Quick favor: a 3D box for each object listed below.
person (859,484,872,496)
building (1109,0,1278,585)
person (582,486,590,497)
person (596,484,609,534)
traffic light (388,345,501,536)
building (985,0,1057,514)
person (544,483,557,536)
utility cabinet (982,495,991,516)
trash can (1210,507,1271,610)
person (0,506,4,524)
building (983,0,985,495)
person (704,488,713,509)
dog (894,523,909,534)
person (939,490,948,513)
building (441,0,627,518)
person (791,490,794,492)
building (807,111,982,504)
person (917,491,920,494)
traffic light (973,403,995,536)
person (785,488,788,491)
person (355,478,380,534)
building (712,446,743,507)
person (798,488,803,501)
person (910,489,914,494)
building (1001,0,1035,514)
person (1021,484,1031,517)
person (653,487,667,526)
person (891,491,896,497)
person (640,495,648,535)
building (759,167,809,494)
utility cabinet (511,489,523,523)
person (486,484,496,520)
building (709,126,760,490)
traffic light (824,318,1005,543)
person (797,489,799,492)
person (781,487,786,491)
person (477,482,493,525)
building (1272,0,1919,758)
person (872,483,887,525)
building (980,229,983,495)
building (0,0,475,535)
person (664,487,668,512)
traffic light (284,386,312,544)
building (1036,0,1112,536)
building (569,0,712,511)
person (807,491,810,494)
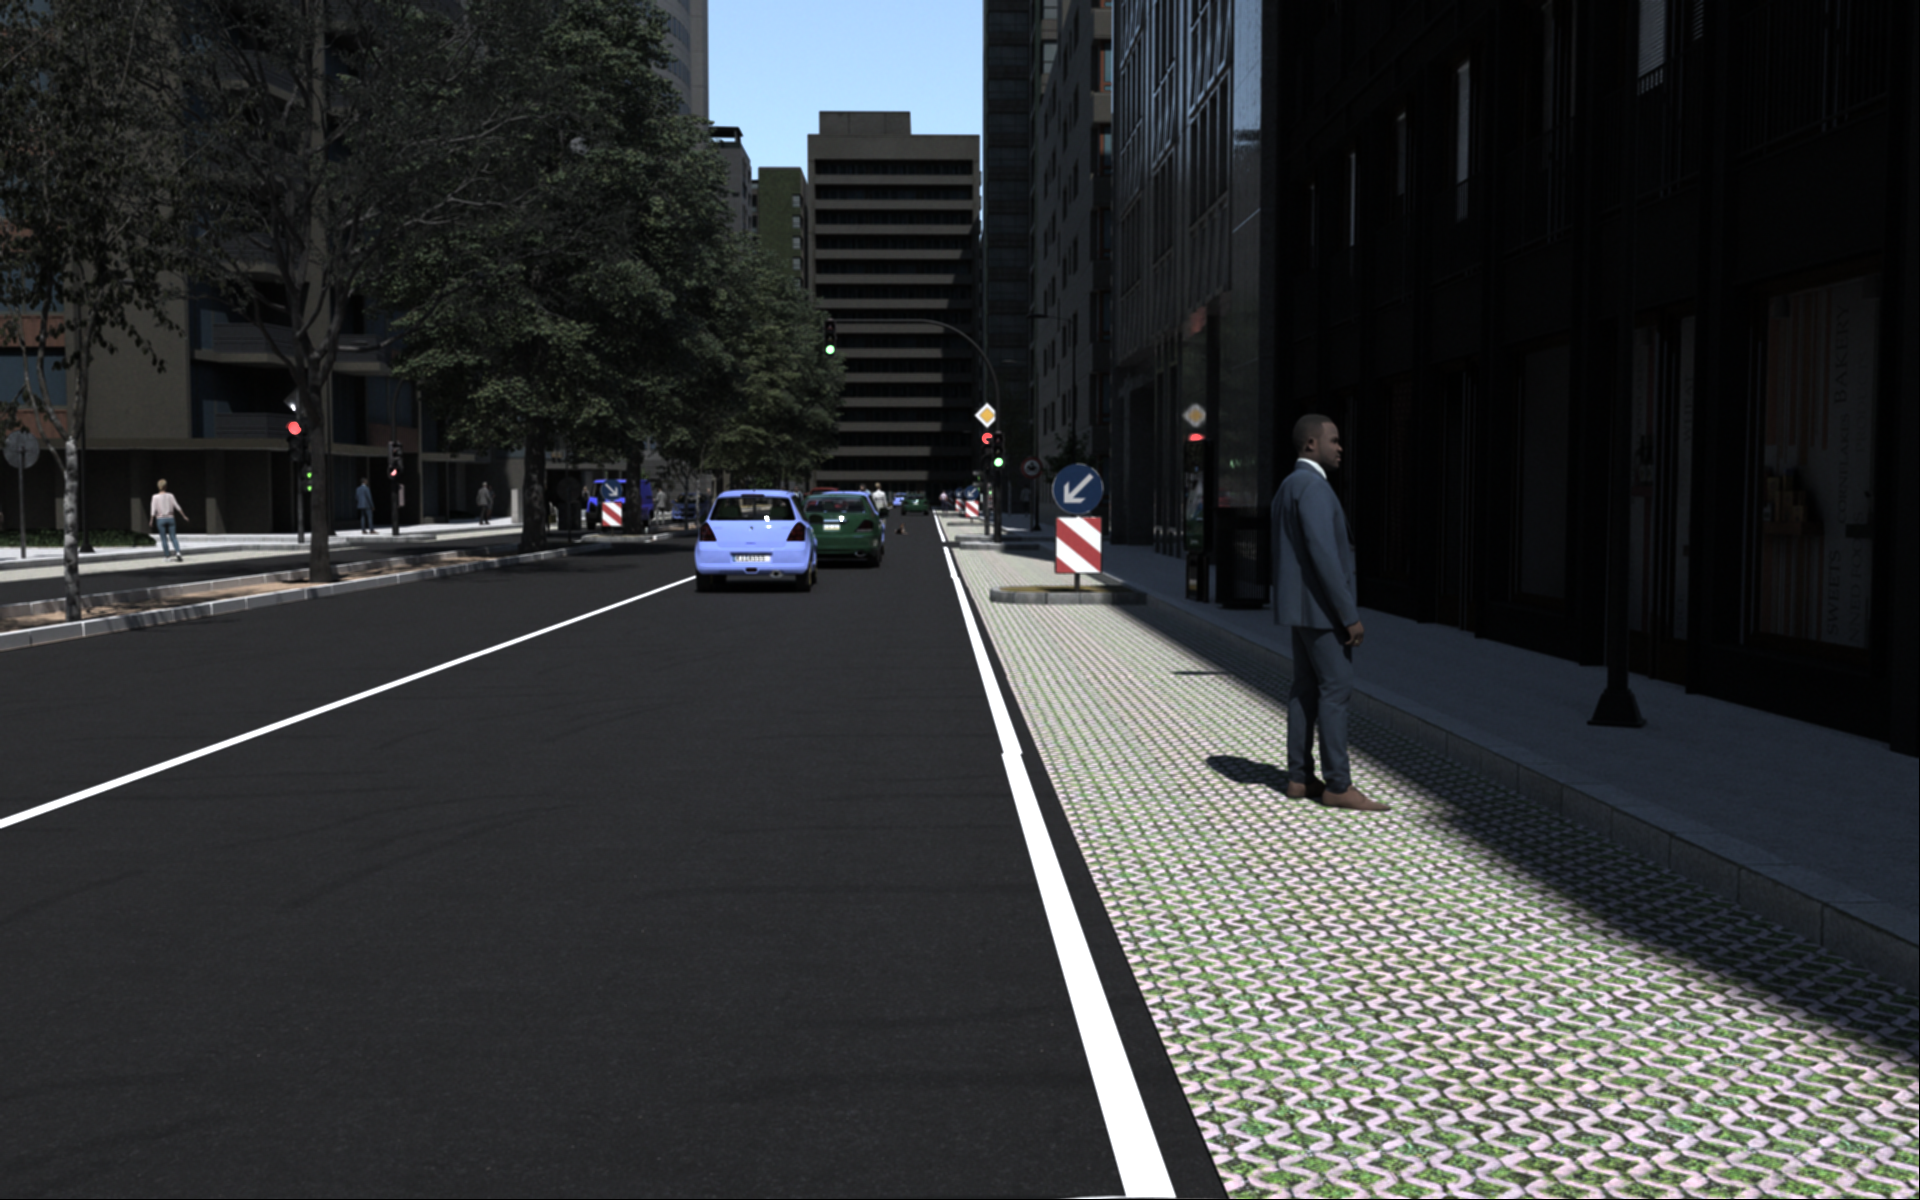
[{"bbox_3d":[-3.246,-3.145,60.179,0.793,1.790,0.793,1,4,10],"label":"person"},{"bbox_3d":[9.995,-13.189,33.663,12.078,24.808,19.932,0,4,-1],"label":"building"},{"bbox_3d":[-24.867,-6.670,115.276,0.709,1.800,0.728,-1,4,-18],"label":"person"},{"bbox_3d":[-12.633,-3.199,61.140,0.444,1.785,0.601,0,4,-3],"label":"person"},{"bbox_3d":[-15.154,-4.787,52.934,4.771,5.953,1.251,0,4,-1],"label":"traffic light"},{"bbox_3d":[8.978,-27.852,138.969,14.154,41.232,14.086,0,4,-1],"label":"building"},{"bbox_3d":[-14.568,-3.147,60.166,0.699,1.804,1.509,-3,4,-36],"label":"person"},{"bbox_3d":[1.597,-5.663,103.758,0.306,1.237,1.020,-1,4,-12],"label":"utility cabinet"},{"bbox_3d":[3.170,-0.474,19.398,0.748,1.137,0.748,0,3,0],"label":"trash can"},{"bbox_3d":[-18.696,-1.665,33.282,0.581,1.822,0.654,-3,4,-37],"label":"person"},{"bbox_3d":[12.967,-39.541,188.501,21.231,58.520,28.212,0,4,-1],"label":"building"},{"bbox_3d":[-14.926,-5.723,102.499,0.576,1.772,0.534,-2,4,-33],"label":"person"},{"bbox_3d":[-2.085,-2.562,62.073,0.550,0.427,0.748,0,4,1],"label":"dog"},{"bbox_3d":[-1.219,-7.584,133.444,0.756,1.711,0.436,3,5,44],"label":"person"},{"bbox_3d":[-36.159,-25.016,100.897,32.217,40.220,23.993,0,4,-1],"label":"building"},{"bbox_3d":[-17.739,-10.744,183.798,0.705,1.869,1.348,1,4,9],"label":"person"},{"bbox_3d":[-8.262,-36.639,222.756,21.600,48.544,21.300,0,4,-1],"label":"building"},{"bbox_3d":[-3.674,-8.569,149.424,1.217,1.723,0.721,-3,5,-42],"label":"person"},{"bbox_3d":[0.814,-3.932,53.206,0.839,4.253,0.868,0,4,-1],"label":"traffic light"},{"bbox_3d":[-11.012,-6.178,109.765,0.529,1.795,0.600,-3,4,-37],"label":"person"},{"bbox_3d":[-19.061,-3.018,55.573,0.721,1.800,0.419,1,4,21],"label":"person"},{"bbox_3d":[-36.998,-19.984,171.769,27.650,21.520,28.899,0,4,-1],"label":"building"},{"bbox_3d":[-9.290,-5.602,100.365,0.793,1.790,0.793,-1,4,-13],"label":"person"},{"bbox_3d":[-4.219,-8.732,150.903,1.348,1.869,0.705,-2,4,-26],"label":"person"},{"bbox_3d":[13.221,-41.340,114.159,20.563,71.187,20.611,0,4,-1],"label":"building"},{"bbox_3d":[3.763,-5.625,97.864,0.661,1.843,0.795,-1,4,-20],"label":"person"},{"bbox_3d":[-13.329,-4.162,76.751,0.583,1.804,0.606,2,4,29],"label":"person"},{"bbox_3d":[-7.636,-11.953,203.934,1.348,1.824,0.705,2,4,31],"label":"person"},{"bbox_3d":[-11.125,-3.084,59.682,0.760,1.731,0.466,0,4,-1],"label":"person"},{"bbox_3d":[-26.365,-32.747,219.012,14.086,41.232,14.154,0,4,-1],"label":"building"},{"bbox_3d":[-19.306,-4.092,75.587,0.318,1.500,1.173,0,4,-1],"label":"utility cabinet"},{"bbox_3d":[-23.476,-4.882,86.223,0.716,1.782,0.532,-3,5,-41],"label":"person"},{"bbox_3d":[-30.611,-31.261,194.715,14.086,41.232,14.154,0,4,-1],"label":"building"},{"bbox_3d":[-1.130,-4.304,45.043,4.771,5.953,1.251,0,4,-1],"label":"traffic light"},{"bbox_3d":[-11.830,-7.208,126.535,0.466,1.800,0.511,2,4,25],"label":"person"},{"bbox_3d":[-8.801,-4.719,85.992,0.374,1.781,0.599,-1,4,-9],"label":"person"},{"bbox_3d":[-19.830,-4.033,72.376,0.661,1.777,0.834,1,4,22],"label":"person"},{"bbox_3d":[10.652,-11.378,15.711,12.332,23.373,15.834,0,4,-1],"label":"building"},{"bbox_3d":[-2.617,-2.872,55.691,0.478,1.798,0.641,1,4,14],"label":"person"},{"bbox_3d":[14.422,-32.872,229.339,23.993,40.220,32.217,0,4,-1],"label":"building"},{"bbox_3d":[-31.968,-25.189,66.463,22.147,44.769,28.867,0,4,-1],"label":"building"},{"bbox_3d":[-21.338,-7.281,125.356,0.573,1.790,0.520,-2,4,-35],"label":"person"},{"bbox_3d":[-17.098,-3.422,44.877,0.839,4.253,0.868,0,4,-1],"label":"traffic light"},{"bbox_3d":[18.232,-13.546,66.524,28.899,21.520,27.650,0,4,-1],"label":"building"},{"bbox_3d":[-32.854,-36.710,142.209,21.231,58.520,28.212,0,4,-1],"label":"building"},{"bbox_3d":[-14.682,-9.645,166.986,0.721,1.735,1.217,-2,4,-25],"label":"person"}]
